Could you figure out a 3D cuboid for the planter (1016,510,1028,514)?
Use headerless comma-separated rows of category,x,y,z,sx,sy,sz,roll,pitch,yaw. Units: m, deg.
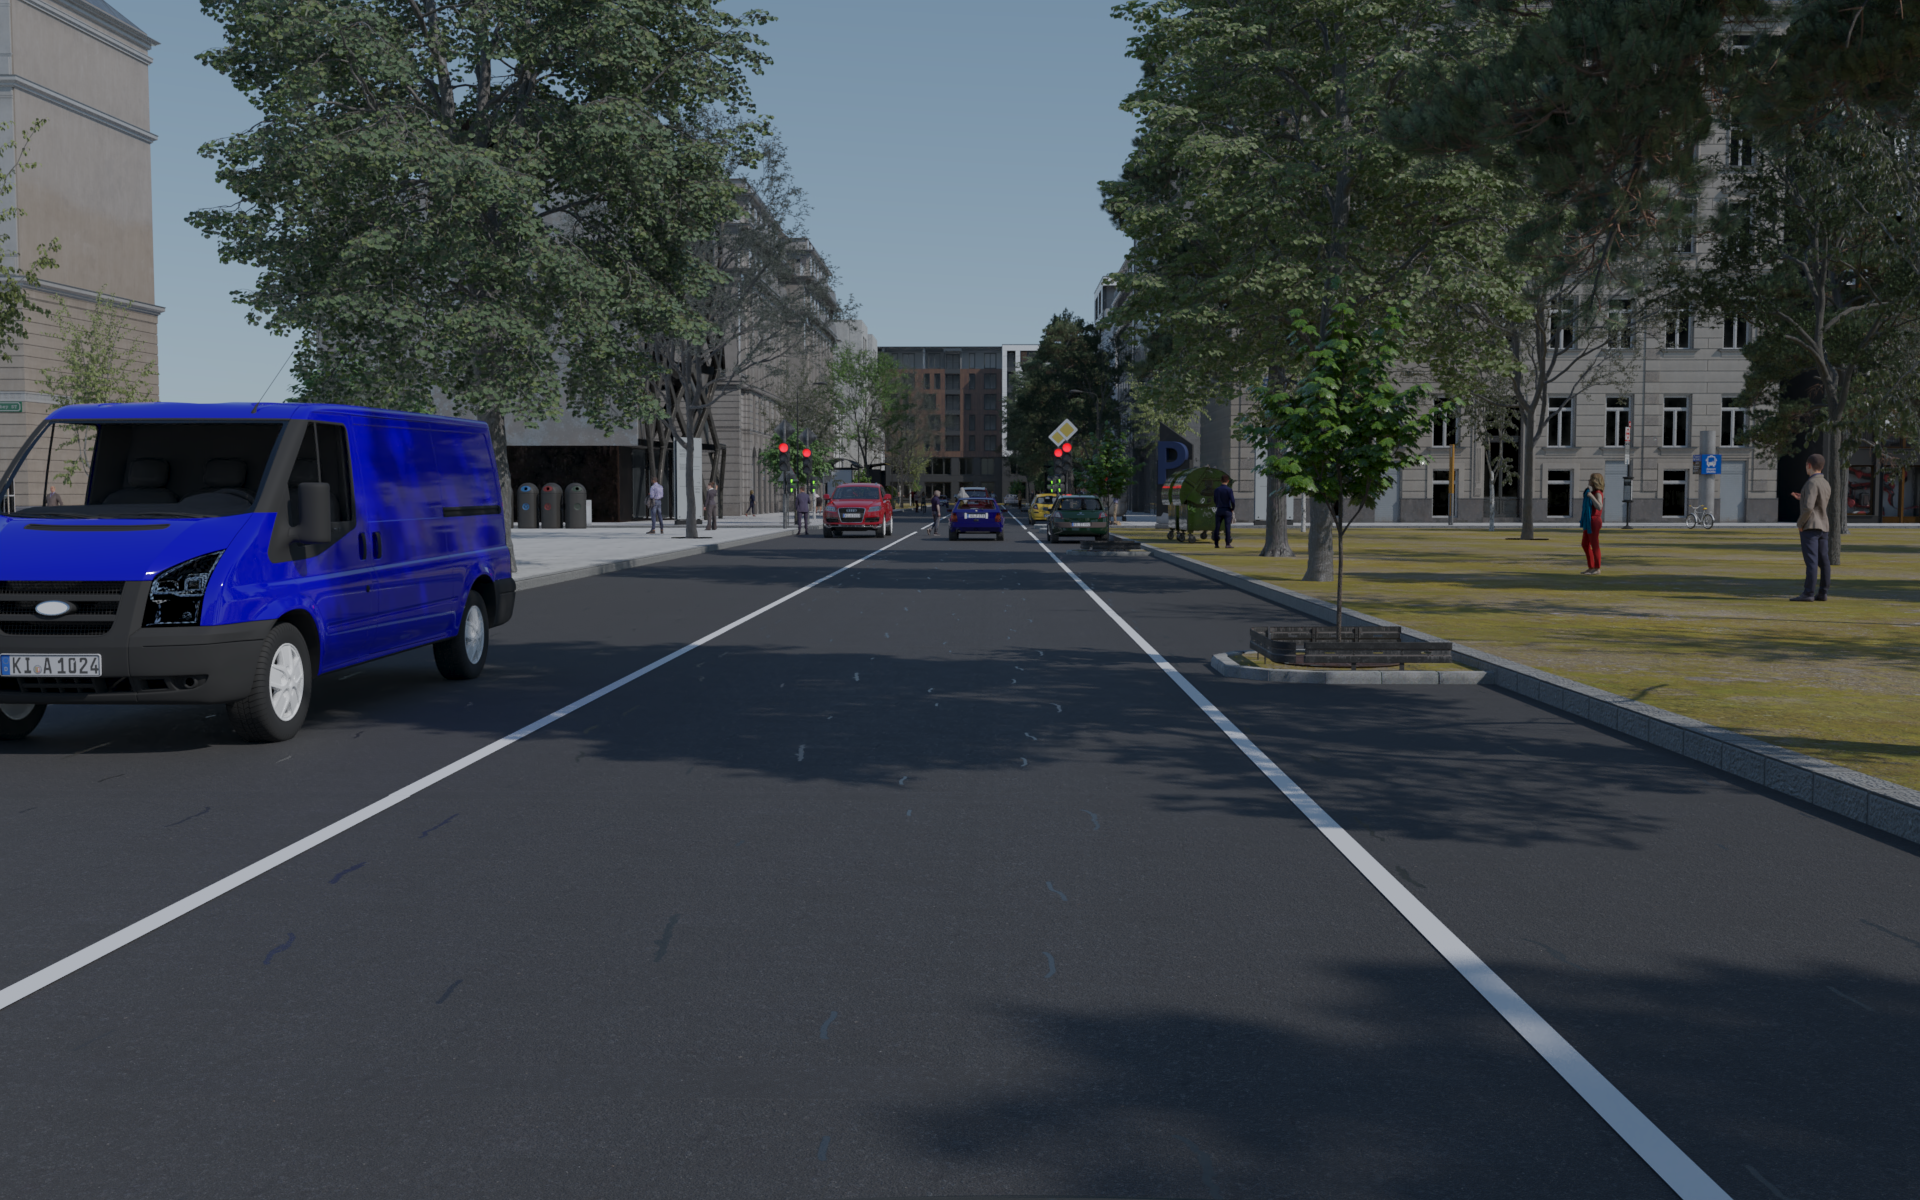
planter,4.997,-6.317,124.419,1.991,0.319,1.994,0,4,1

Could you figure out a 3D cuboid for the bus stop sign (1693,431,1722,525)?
bus stop sign,31.070,-5.080,72.069,0.837,3.901,0.837,0,4,-1

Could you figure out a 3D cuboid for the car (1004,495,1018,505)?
car,6.543,-12.685,219.768,2.083,1.381,4.827,0,4,2

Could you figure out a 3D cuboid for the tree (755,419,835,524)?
tree,-7.300,-5.650,76.086,4.285,4.588,4.351,0,3,0

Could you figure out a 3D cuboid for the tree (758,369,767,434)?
tree,-8.824,-8.737,93.209,4.360,8.622,3.978,0,3,0

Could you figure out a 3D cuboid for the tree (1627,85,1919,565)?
tree,16.060,-5.915,31.119,7.601,10.594,8.767,-2,4,-31

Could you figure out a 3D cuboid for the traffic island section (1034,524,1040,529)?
traffic island section,4.085,-3.035,71.903,2.009,0.180,2.903,0,4,1

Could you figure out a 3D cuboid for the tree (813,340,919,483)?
tree,-6.392,-11.724,117.448,9.928,11.665,9.643,0,3,0

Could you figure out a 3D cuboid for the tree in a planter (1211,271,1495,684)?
tree in a planter,3.080,-1.024,13.966,1.991,3.239,1.994,0,4,1

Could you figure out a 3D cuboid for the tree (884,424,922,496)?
tree,-5.910,-13.607,172.834,4.360,8.622,3.978,0,3,0

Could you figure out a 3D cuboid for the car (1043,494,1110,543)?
car,3.490,-2.558,51.614,2.009,1.686,4.222,0,4,1

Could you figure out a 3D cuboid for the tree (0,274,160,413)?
tree,-30.611,-6.781,61.237,4.737,8.622,4.395,0,3,0

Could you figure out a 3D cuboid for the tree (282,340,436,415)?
tree,-12.839,-3.240,36.695,4.285,4.588,4.351,0,3,0

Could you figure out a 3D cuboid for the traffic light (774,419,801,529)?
traffic light,-6.455,-4.570,63.972,0.839,4.213,0.868,0,4,1

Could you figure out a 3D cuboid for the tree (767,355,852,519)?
tree,-7.347,-8.361,87.071,4.360,8.622,3.978,0,3,0

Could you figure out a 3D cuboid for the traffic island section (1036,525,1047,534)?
traffic island section,3.945,-2.547,63.919,2.009,0.180,2.903,0,4,1

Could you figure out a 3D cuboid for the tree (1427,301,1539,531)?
tree,18.150,-6.669,59.400,4.360,8.622,3.978,0,3,0

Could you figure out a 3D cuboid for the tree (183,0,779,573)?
tree,-7.635,-7.412,27.844,9.857,13.997,8.962,0,3,0

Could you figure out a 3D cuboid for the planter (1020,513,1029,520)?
planter,4.522,-4.669,97.480,1.991,0.319,1.994,0,4,1

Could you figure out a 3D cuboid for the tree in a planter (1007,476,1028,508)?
tree in a planter,5.873,-10.846,174.549,1.991,3.239,1.994,0,4,1

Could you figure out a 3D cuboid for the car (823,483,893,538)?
car,-3.405,-3.037,58.325,2.281,1.827,5.304,0,4,2

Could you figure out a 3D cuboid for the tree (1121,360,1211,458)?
tree,9.114,-7.581,74.307,4.737,8.622,4.395,0,3,0

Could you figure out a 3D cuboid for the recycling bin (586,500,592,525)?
recycling bin,-15.896,-3.660,72.388,0.722,1.027,0.722,3,5,43

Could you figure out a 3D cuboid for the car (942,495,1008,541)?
car,0.538,-2.561,54.457,1.945,1.354,3.894,0,4,1

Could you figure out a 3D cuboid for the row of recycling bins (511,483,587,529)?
row of recycling bins,-15.603,-3.491,64.186,3.534,1.692,1.069,0,4,0

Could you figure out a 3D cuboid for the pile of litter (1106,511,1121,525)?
pile of litter,6.061,-3.531,71.691,1.176,0.858,1.719,0,4,-6

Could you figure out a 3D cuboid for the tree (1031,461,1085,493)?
tree,8.233,-9.038,131.492,4.285,4.588,4.351,0,3,0

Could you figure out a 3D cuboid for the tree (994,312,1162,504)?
tree,6.693,-9.506,89.842,8.767,10.594,7.601,0,4,-7

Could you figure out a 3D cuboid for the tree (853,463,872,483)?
tree,-6.376,-6.962,108.423,1.663,3.219,1.824,0,3,0

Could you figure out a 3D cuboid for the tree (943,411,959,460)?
tree,-5.251,-15.258,159.842,12.009,13.543,11.850,0,3,0

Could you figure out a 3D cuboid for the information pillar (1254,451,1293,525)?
information pillar,12.832,-4.861,70.796,1.656,3.620,0.184,-1,4,-10

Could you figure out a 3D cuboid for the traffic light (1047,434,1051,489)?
traffic light,4.045,-5.049,71.791,0.839,4.213,0.868,0,4,1

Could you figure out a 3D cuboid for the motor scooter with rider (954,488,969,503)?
motor scooter with rider,0.169,-4.335,79.840,0.876,1.779,1.986,0,4,1

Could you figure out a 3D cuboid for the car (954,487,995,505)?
car,0.769,-5.268,94.806,2.281,1.827,5.304,0,4,2

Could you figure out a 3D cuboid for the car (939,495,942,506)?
car,-2.002,-10.013,176.288,1.945,1.354,3.894,0,4,1

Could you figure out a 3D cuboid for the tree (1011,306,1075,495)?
tree,7.392,-12.868,117.818,7.806,13.903,7.818,0,3,0

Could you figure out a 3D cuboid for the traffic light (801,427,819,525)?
traffic light,-6.315,-5.059,71.956,0.839,4.213,0.868,0,4,1

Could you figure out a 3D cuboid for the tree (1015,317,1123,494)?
tree,6.768,-11.260,106.151,6.751,12.117,7.091,0,3,0

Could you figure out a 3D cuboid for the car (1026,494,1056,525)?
car,4.112,-4.349,81.331,2.015,1.641,3.980,0,4,0

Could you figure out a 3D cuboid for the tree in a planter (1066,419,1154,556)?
tree in a planter,3.542,-2.691,41.221,1.991,3.239,1.994,0,4,1

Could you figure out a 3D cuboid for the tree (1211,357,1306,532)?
tree,11.359,-6.601,58.292,4.737,8.622,4.395,0,3,0

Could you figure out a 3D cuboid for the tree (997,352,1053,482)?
tree,7.853,-15.092,153.409,9.857,13.997,8.962,0,3,0

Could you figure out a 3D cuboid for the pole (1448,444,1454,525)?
pole,20.215,-4.735,71.252,0.158,3.312,0.155,0,3,0

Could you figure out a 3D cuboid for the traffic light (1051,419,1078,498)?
traffic light,3.905,-4.560,63.807,0.839,4.213,0.868,0,4,1

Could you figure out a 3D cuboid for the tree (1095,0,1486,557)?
tree,6.734,-7.832,35.482,7.806,13.903,7.818,0,3,0

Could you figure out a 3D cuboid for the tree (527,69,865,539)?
tree,-7.876,-8.510,49.515,12.009,13.543,11.850,0,3,0

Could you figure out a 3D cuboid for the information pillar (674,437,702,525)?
information pillar,-11.339,-4.949,72.238,0.184,3.620,1.656,2,4,30

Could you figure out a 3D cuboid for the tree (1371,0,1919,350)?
tree,5.309,-5.248,7.860,6.751,12.117,7.091,0,3,0

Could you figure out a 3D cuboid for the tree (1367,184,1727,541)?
tree,15.941,-8.425,48.114,12.009,13.543,11.850,0,3,0

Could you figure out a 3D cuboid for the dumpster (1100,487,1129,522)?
dumpster,7.227,-4.604,81.026,1.264,1.857,1.865,0,4,1

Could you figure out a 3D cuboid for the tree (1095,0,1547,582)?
tree,5.726,-6.554,25.292,7.486,12.596,7.792,0,3,0

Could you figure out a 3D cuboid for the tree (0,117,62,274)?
tree,-18.137,-4.925,30.887,4.737,8.622,4.395,0,3,0

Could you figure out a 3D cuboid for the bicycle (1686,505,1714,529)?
bicycle,27.069,-3.064,63.323,0.635,0.972,1.543,-1,4,-16

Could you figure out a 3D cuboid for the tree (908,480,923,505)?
tree,-5.457,-12.877,205.146,1.663,3.219,1.824,0,3,0

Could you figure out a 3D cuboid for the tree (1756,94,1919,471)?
tree,9.917,-4.050,16.582,4.360,8.622,3.978,0,3,0

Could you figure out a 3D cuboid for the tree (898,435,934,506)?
tree,-5.286,-14.781,192.030,4.737,8.622,4.395,0,3,0
